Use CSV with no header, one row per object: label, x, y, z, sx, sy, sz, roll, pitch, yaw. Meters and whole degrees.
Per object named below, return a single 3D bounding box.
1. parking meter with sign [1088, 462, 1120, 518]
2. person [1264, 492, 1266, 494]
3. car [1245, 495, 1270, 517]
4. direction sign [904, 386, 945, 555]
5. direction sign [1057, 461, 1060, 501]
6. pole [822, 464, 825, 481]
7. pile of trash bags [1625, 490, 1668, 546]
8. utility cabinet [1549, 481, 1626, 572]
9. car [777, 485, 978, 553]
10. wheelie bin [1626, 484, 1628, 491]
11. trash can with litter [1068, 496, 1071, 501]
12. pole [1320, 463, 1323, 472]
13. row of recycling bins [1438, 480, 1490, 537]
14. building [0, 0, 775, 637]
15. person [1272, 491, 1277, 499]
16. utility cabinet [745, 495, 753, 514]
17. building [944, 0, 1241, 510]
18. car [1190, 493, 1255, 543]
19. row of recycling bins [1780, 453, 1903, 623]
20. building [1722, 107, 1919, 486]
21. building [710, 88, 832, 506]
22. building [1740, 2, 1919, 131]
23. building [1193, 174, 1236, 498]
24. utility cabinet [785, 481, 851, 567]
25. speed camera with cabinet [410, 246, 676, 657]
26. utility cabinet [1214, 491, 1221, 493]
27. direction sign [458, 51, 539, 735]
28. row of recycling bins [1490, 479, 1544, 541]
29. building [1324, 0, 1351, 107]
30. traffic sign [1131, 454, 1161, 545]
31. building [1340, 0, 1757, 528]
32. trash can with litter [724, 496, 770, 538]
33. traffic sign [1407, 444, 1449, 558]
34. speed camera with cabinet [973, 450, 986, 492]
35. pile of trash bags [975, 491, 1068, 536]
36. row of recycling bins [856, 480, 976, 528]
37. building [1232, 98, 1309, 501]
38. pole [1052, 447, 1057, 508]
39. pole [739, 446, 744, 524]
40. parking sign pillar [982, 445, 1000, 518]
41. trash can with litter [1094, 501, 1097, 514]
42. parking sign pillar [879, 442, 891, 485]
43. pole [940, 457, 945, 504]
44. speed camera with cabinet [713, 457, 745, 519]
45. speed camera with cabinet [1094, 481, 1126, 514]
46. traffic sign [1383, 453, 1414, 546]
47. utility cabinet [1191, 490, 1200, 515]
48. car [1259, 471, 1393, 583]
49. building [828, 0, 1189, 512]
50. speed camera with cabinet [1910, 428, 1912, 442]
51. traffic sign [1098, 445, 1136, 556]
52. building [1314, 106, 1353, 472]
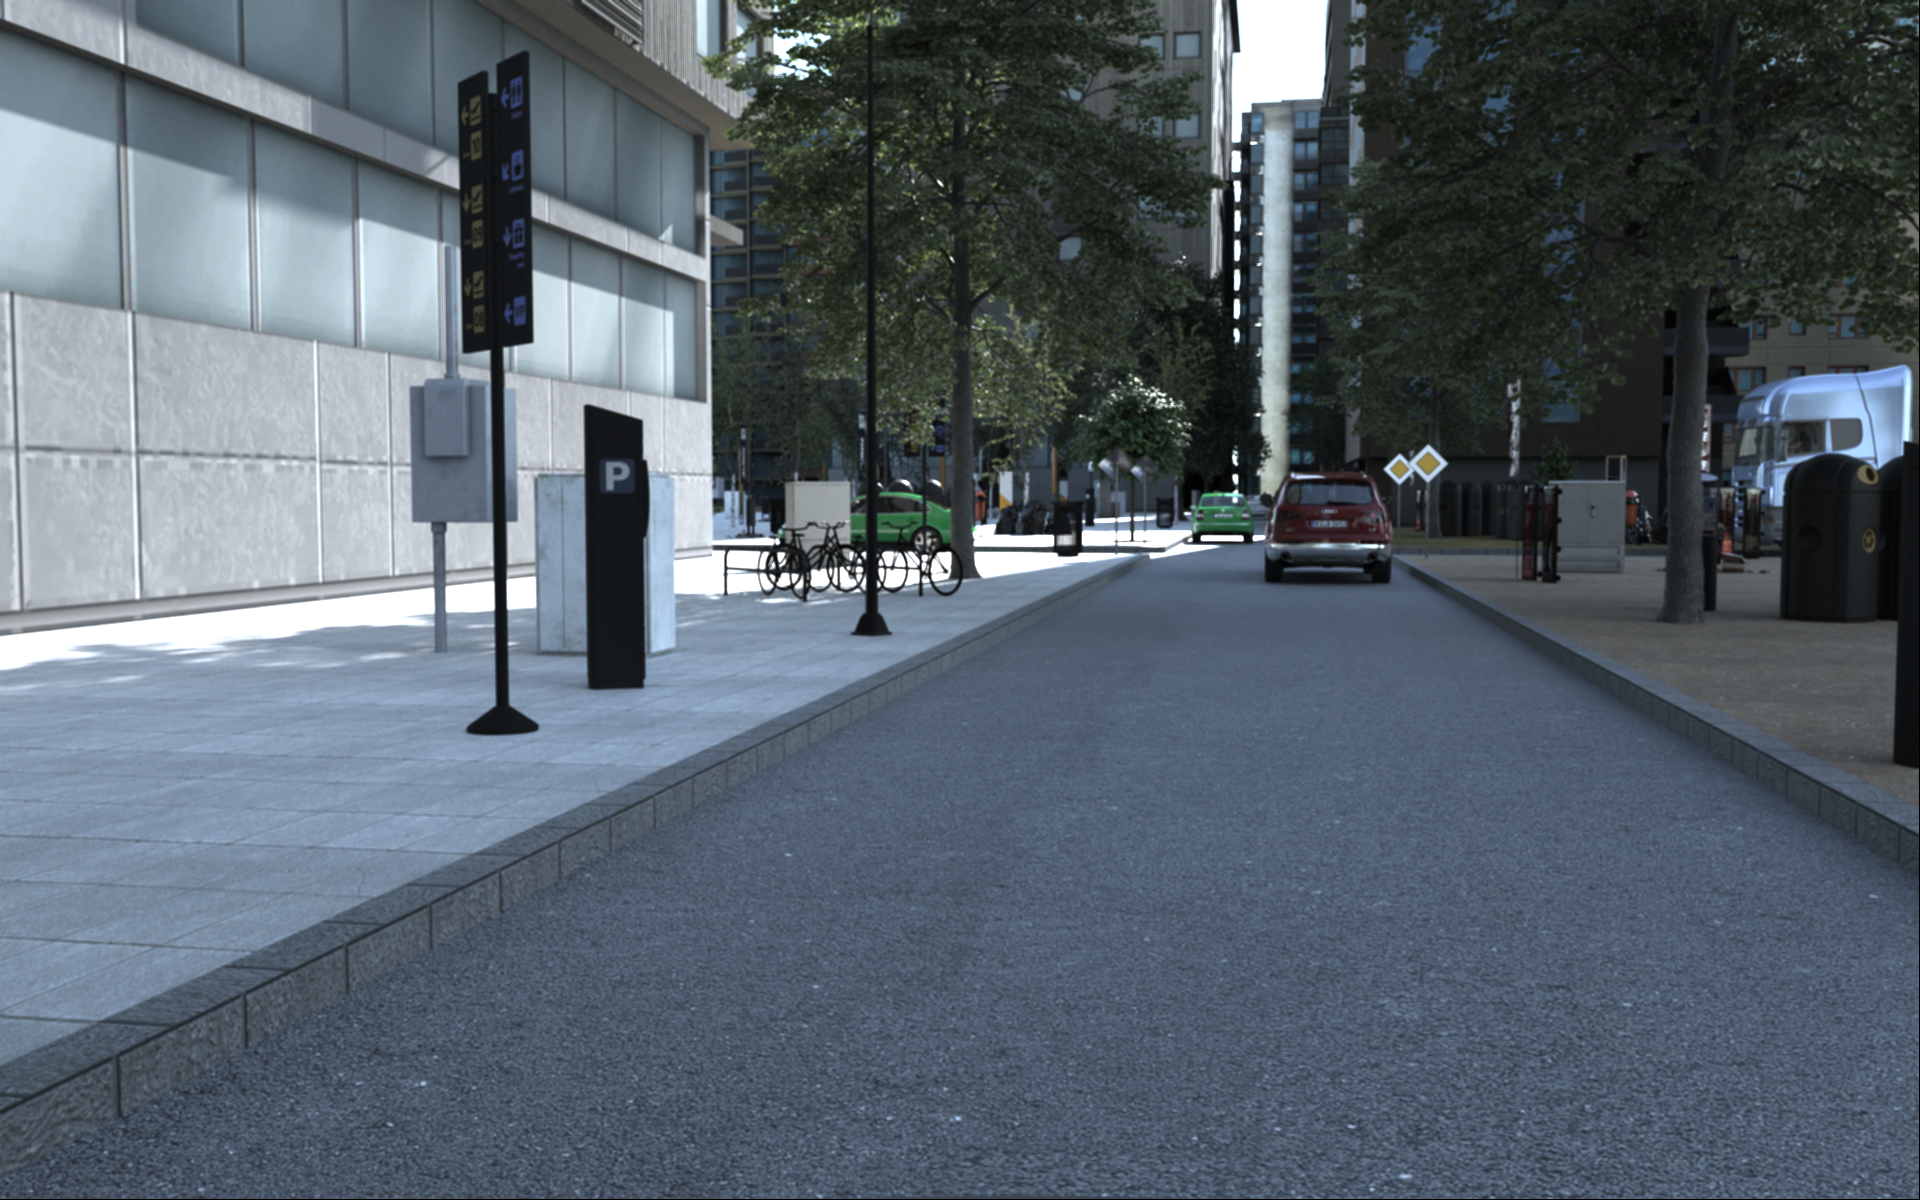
parking meter with sign,7.616,-5.824,91.482,1.738,3.016,0.543,-2,4,-29
person,29.875,-9.748,169.348,0.415,1.643,0.593,-3,5,-44
car,16.918,-5.273,98.578,2.083,1.381,4.827,1,4,12
direction sign,-0.742,-2.706,36.235,0.876,3.537,0.379,1,4,12
direction sign,6.468,-7.482,114.325,0.379,3.537,0.876,-2,4,-30
pole,-8.540,-7.012,108.485,0.158,3.312,0.155,0,3,0
pile of trash bags,17.617,-2.122,44.451,1.912,1.369,3.447,3,4,38
utility cabinet,10.263,-1.206,28.390,1.173,1.500,0.318,1,4,15
car,-1.956,-1.957,40.788,4.718,1.807,1.959,1,4,10
wheelie bin,19.507,-2.664,51.459,0.980,1.594,0.693,3,5,43
trash can with litter,7.060,-6.601,119.306,1.055,1.170,0.624,-2,4,-33
pole,23.905,-7.377,114.462,0.158,3.312,0.155,0,3,0
row of recycling bins,15.892,-2.828,53.345,3.534,1.692,1.069,-3,4,-37
building,-19.067,-26.656,25.060,27.495,52.752,28.713,1,4,10
person,32.038,-10.178,175.645,0.721,1.736,1.217,-1,4,-22
utility cabinet,-13.698,-6.076,110.506,1.020,1.237,0.306,3,4,36
building,14.808,-36.139,180.118,27.495,52.752,28.713,1,4,10
car,7.847,-2.627,51.746,1.959,1.807,4.718,1,4,8
row of recycling bins,10.185,-0.647,17.698,3.534,1.692,1.069,0,4,-2
building,38.271,-15.549,99.267,27.650,21.520,28.899,1,4,10
building,-12.307,-32.669,188.754,28.867,44.769,22.147,1,4,10
building,82.613,-33.685,170.356,30.456,49.044,23.786,1,4,10
building,17.154,-23.390,154.121,14.160,30.474,14.107,1,4,10
utility cabinet,-2.501,-1.332,30.460,1.173,1.500,0.318,-3,4,-37
speed camera with cabinet,-3.359,-1.200,13.964,2.038,3.252,0.660,1,4,12
utility cabinet,17.196,-6.543,115.650,0.318,1.500,1.173,0,4,1
direction sign,-2.481,-1.058,9.293,0.379,3.537,0.876,-3,4,-38
row of recycling bins,15.891,-2.558,48.944,1.069,1.692,3.534,1,4,8
building,42.027,-32.040,147.563,21.300,48.544,21.600,1,4,10
traffic sign,4.653,-2.439,43.514,0.795,2.450,0.064,1,4,10
building,23.459,-25.757,71.245,14.600,45.320,14.200,1,4,10
trash can with litter,-6.370,-2.441,50.969,1.678,1.210,2.233,1,4,9
traffic sign,9.317,-1.889,34.534,0.795,2.450,0.064,1,4,10
speed camera with cabinet,0.422,-5.106,77.818,0.660,3.252,2.038,-2,4,-31
pile of trash bags,1.732,-2.736,54.485,3.447,1.369,1.912,-2,4,-32
row of recycling bins,-1.289,-2.686,51.033,3.534,1.692,1.069,-1,4,-9
building,47.796,-36.008,208.336,30.456,49.044,23.786,1,4,10
pole,4.121,-4.988,75.400,0.158,3.312,0.155,0,3,0
pole,-9.252,-4.856,73.242,0.158,3.312,0.155,0,3,0
parking sign pillar,1.636,-6.317,91.761,1.447,3.967,1.447,-2,4,-33
trash can with litter,8.260,-5.702,104.609,1.055,1.170,0.624,1,4,11
parking sign pillar,-4.262,-6.249,90.642,1.447,3.967,1.447,1,4,23
pole,-0.744,-4.941,74.629,0.158,3.312,0.155,0,3,0
speed camera with cabinet,-12.281,-5.922,91.161,2.038,3.252,0.660,2,4,30
speed camera with cabinet,9.827,-7.291,113.549,2.038,3.252,0.660,-1,4,-13
traffic sign,10.745,-2.370,42.391,0.795,2.450,0.064,1,4,10
utility cabinet,13.999,-5.750,102.684,0.318,1.500,1.173,1,4,19
car,6.266,-1.284,29.659,2.281,1.827,5.304,1,4,11
building,6.324,-33.269,133.188,28.713,52.752,27.495,1,4,10
speed camera with cabinet,29.033,-3.508,51.699,0.660,3.252,2.038,-1,4,-17
traffic sign,3.226,-1.958,35.657,0.795,2.450,0.064,1,4,10
building,34.132,-22.002,131.432,14.160,30.474,14.107,1,4,10
